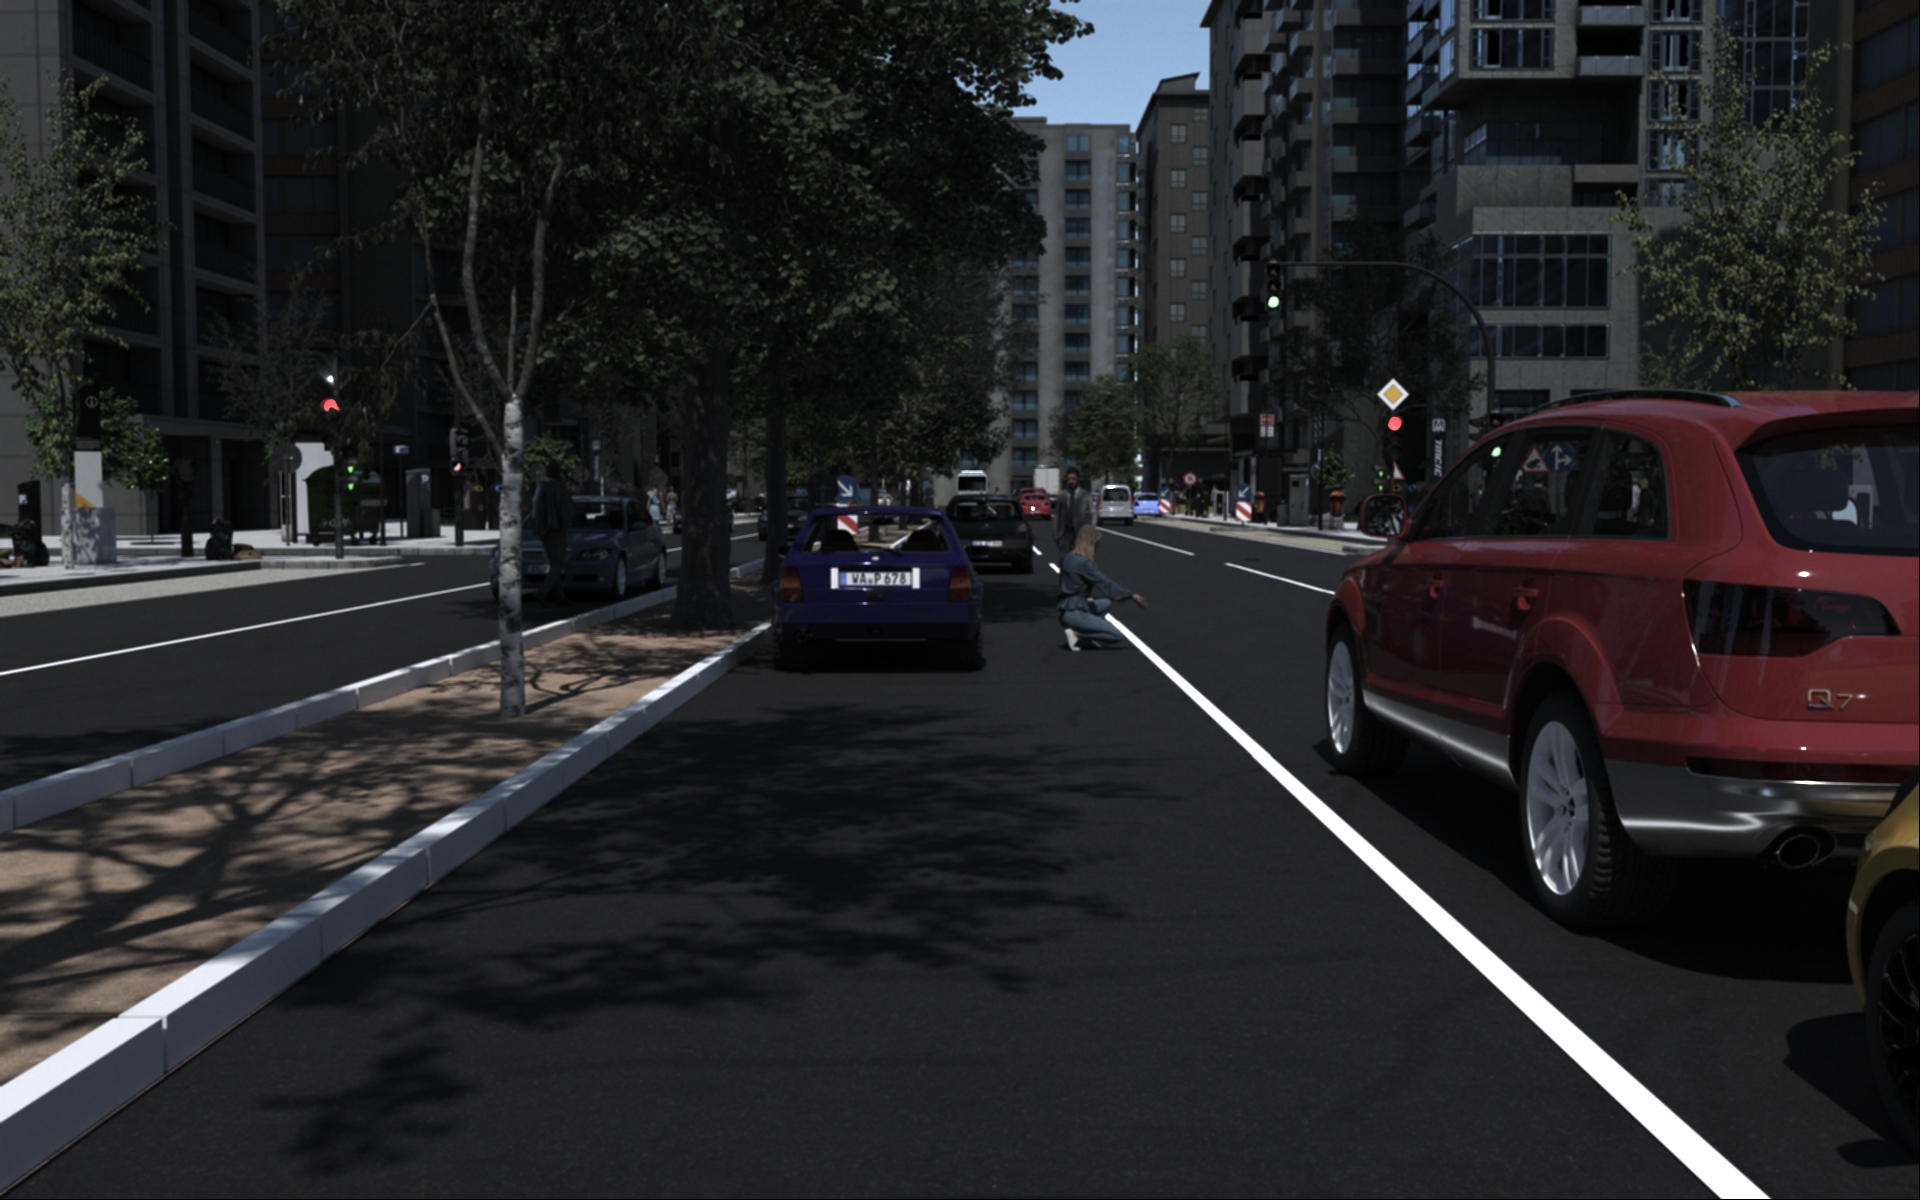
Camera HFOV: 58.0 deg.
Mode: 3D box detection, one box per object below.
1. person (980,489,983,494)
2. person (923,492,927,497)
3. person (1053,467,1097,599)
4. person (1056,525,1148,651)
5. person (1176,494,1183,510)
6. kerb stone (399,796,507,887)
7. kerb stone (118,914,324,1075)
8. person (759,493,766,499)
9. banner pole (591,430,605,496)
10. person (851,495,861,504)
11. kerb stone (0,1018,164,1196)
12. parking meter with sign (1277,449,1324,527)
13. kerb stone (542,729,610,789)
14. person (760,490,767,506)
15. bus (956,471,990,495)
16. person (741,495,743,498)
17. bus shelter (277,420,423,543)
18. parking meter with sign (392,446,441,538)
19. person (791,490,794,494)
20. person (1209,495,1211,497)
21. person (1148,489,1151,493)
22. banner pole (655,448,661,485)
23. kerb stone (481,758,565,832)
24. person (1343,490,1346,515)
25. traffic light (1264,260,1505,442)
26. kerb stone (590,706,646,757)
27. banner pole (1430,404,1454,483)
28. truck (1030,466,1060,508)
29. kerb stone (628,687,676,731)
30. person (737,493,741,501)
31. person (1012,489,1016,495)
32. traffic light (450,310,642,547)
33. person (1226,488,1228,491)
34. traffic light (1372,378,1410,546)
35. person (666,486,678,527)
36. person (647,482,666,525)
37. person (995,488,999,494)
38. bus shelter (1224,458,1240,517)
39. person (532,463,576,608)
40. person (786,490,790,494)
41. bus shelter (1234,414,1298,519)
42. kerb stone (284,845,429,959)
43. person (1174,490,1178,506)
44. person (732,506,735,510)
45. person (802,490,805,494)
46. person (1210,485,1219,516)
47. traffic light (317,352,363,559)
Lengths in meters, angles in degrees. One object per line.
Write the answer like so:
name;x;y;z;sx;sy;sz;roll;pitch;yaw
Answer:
person;1.451;-6.914;122.089;0.434;1.755;0.990;0;4;8
person;-3.861;-10.579;181.990;1.217;1.766;0.721;2;4;25
person;1.554;-0.900;23.484;0.678;1.792;0.850;1;4;18
person;1.232;-0.125;16.043;0.738;1.151;1.012;-1;4;-13
person;17.601;-7.869;137.895;0.799;1.438;0.628;1;4;21
kerb stone;-1.987;0.941;6.810;0.120;0.150;1.000;0;4;0
kerb stone;-2.008;1.067;4.765;0.120;0.150;1.000;0;4;0
person;-20.206;-10.232;176.528;0.628;1.438;0.799;1;4;12
banner pole;-14.082;-4.750;67.687;0.401;3.779;0.863;2;4;33
person;-7.489;-6.935;121.964;1.350;1.814;0.705;-3;5;-39
kerb stone;-2.016;1.129;3.743;0.120;0.150;1.000;0;4;0
parking meter with sign;13.154;-4.335;67.137;1.738;3.016;0.543;2;4;35
kerb stone;-1.970;0.816;8.854;0.120;0.150;1.000;0;4;0
person;-21.693;-11.316;191.775;1.217;1.736;0.721;-1;4;-10
bus;1.066;-9.325;147.330;2.948;3.499;13.247;0;4;1
person;-20.486;-9.749;165.378;0.705;1.831;1.348;2;4;24
bus shelter;-16.576;-3.273;47.436;2.014;3.302;5.546;0;4;0
parking meter with sign;-16.069;-3.368;51.322;1.738;3.016;0.543;3;4;37
person;-18.521;-11.350;191.559;1.348;1.831;0.705;3;5;40
person;22.648;-9.390;160.248;1.217;1.739;0.721;0;4;1
person;20.758;-11.176;188.905;0.705;1.807;1.348;-2;4;-28
banner pole;-16.407;-6.369;94.150;0.401;3.779;0.863;-2;4;-32
kerb stone;-1.976;0.879;7.832;0.120;0.150;1.000;0;4;0
person;21.072;-5.474;95.324;0.755;1.850;0.659;2;4;34
traffic light;8.291;-3.624;33.920;4.771;5.953;1.251;0;4;0
kerb stone;-1.959;0.754;9.876;0.120;0.150;1.000;0;4;0
banner pole;13.415;-3.552;48.096;0.863;3.779;0.401;-1;4;-16
truck;8.623;-11.424;175.700;2.839;4.237;11.283;0;4;1
kerb stone;-1.948;0.691;10.897;0.120;0.150;1.000;0;4;0
person;-24.836;-11.347;194.790;0.599;1.433;0.991;1;4;19
person;3.561;-6.330;112.540;0.362;1.759;0.519;-1;4;-10
traffic light;-10.118;-4.132;42.220;4.771;5.953;1.251;0;4;0
person;19.236;-7.268;125.587;1.217;1.735;0.721;-2;4;-26
traffic light;10.450;-3.248;42.028;0.839;4.253;0.868;0;4;0
person;-12.450;-4.023;74.823;0.519;1.759;0.362;-1;4;-16
person;-9.685;-2.851;55.202;0.616;1.811;0.778;0;4;-5
person;2.003;-5.387;96.761;0.466;1.800;0.511;-1;4;-20
bus shelter;15.547;-6.046;92.770;2.014;3.302;5.546;0;4;1
person;-5.133;-0.816;21.935;0.679;1.850;0.850;2;4;26
person;-18.727;-11.128;187.945;1.348;1.831;0.705;2;4;27
bus shelter;14.664;-6.537;84.508;2.179;5.291;8.768;0;4;1
kerb stone;-2.003;1.004;5.788;0.120;0.150;1.000;0;4;0
person;22.300;-10.534;179.074;0.445;1.727;0.742;-1;4;-10
person;-18.263;-8.080;138.826;0.721;1.739;1.217;0;4;8
person;-16.793;-11.041;187.012;0.568;1.767;0.683;-1;4;-22
person;14.760;-5.745;100.073;0.635;1.810;0.391;-3;4;-37
traffic light;-12.277;-2.770;34.217;0.839;4.253;0.868;0;4;0
